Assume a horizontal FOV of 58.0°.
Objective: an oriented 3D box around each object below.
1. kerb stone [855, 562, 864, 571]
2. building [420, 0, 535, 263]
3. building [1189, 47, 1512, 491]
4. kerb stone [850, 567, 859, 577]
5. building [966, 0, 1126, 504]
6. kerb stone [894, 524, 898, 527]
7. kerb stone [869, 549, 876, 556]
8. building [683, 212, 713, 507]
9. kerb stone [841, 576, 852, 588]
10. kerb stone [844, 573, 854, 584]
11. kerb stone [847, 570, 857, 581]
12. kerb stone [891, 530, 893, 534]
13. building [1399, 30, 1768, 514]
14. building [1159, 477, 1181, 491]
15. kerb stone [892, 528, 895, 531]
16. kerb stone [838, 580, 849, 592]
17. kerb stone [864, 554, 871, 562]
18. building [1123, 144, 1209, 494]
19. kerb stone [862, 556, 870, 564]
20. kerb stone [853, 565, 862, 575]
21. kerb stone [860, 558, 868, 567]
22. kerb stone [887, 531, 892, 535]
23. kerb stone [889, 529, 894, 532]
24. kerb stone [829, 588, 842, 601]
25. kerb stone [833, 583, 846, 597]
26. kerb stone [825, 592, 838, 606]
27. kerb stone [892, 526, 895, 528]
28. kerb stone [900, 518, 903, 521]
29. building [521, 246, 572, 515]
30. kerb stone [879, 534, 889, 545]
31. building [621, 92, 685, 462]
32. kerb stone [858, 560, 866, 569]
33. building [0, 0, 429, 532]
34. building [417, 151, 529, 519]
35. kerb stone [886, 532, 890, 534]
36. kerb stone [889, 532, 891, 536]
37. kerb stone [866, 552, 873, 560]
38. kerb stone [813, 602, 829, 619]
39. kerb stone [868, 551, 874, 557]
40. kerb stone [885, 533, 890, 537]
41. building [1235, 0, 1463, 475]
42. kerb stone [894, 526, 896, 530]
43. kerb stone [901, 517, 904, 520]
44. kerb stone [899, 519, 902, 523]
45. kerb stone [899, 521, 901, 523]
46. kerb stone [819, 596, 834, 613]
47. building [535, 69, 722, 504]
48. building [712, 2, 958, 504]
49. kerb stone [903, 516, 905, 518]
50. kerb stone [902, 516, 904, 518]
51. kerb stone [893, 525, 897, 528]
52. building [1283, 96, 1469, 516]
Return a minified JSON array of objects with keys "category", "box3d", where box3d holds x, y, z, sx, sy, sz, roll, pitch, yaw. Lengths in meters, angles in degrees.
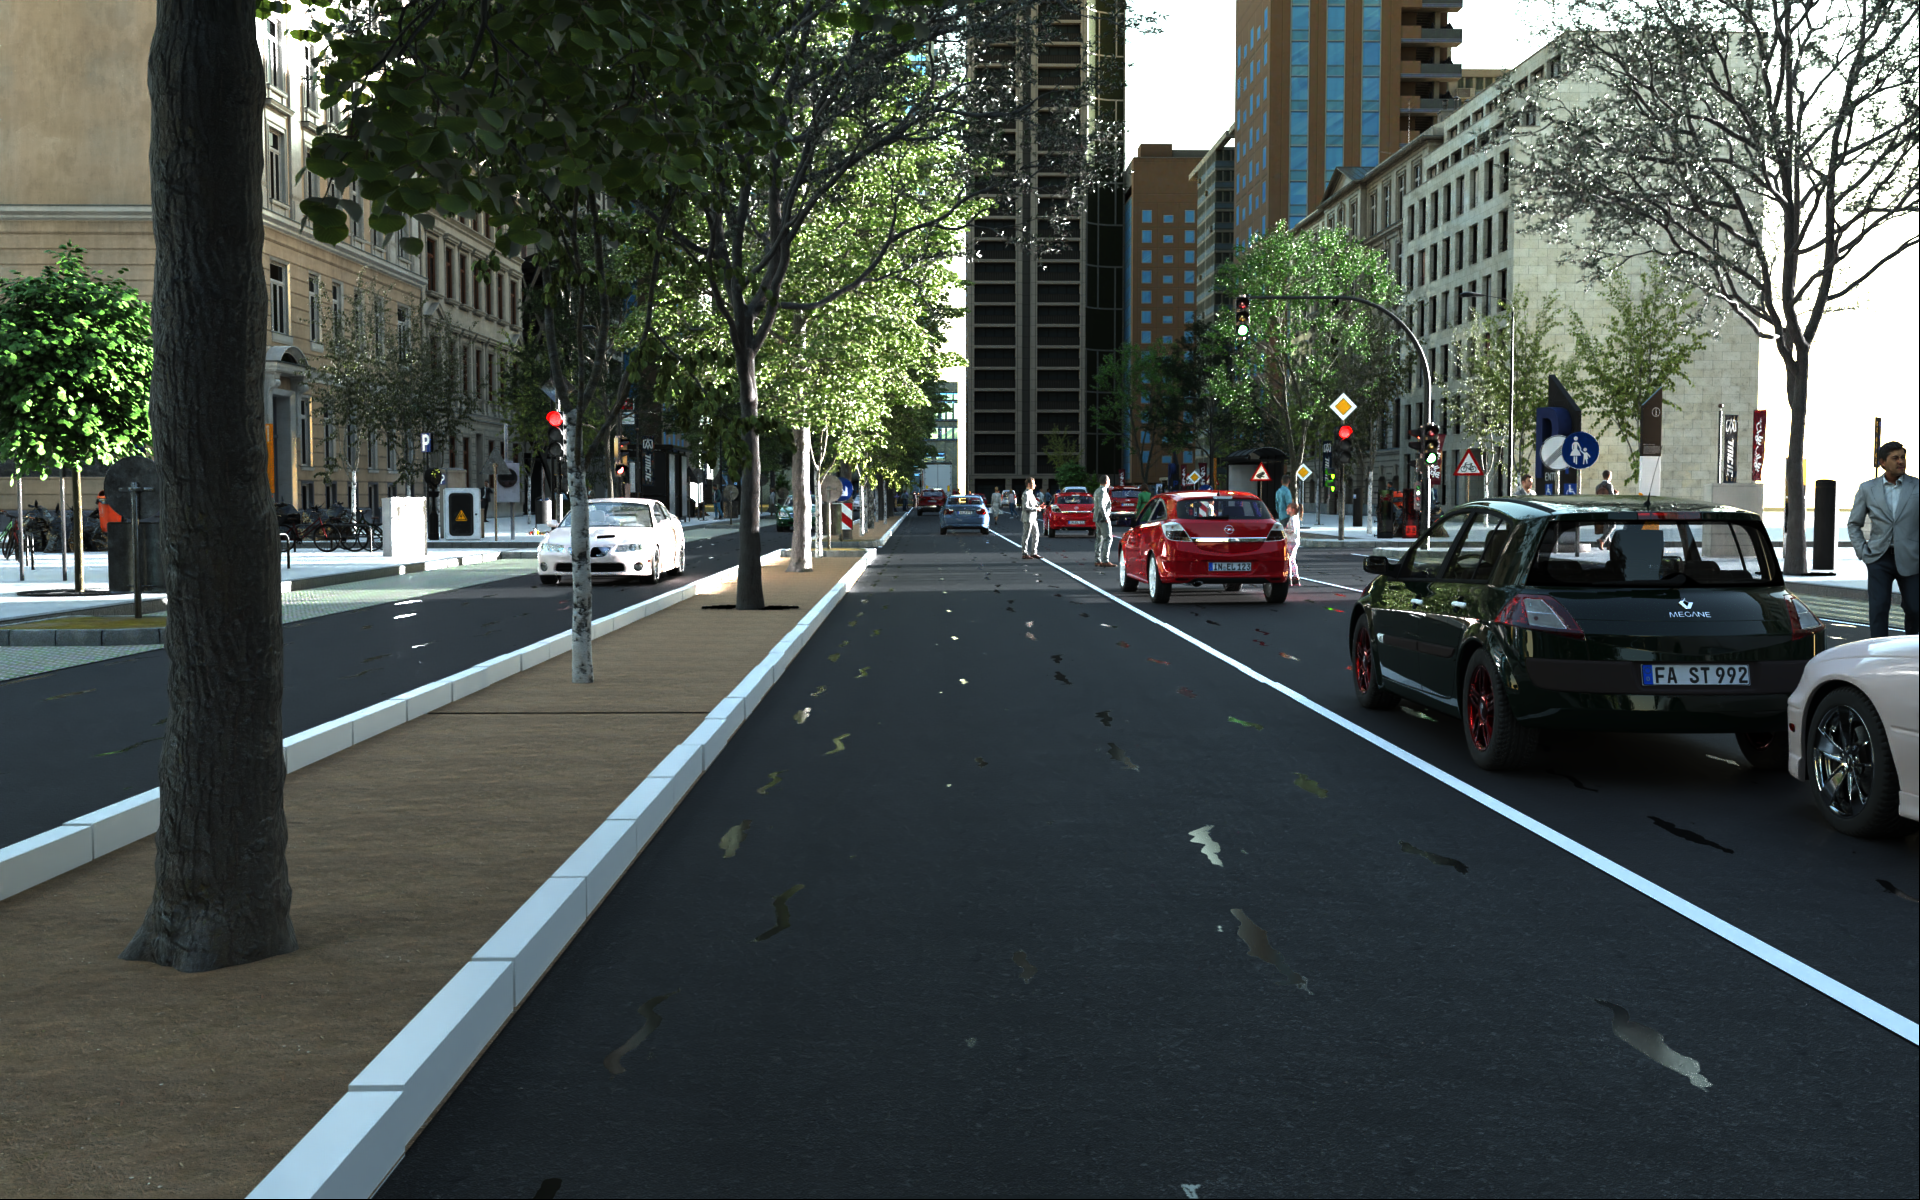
[{"category":"kerb stone","box3d":[-1.841,-0.530,30.911,0.120,0.150,1.000,0,4,-1]},{"category":"building","box3d":[-34.608,-42.375,131.084,20.563,71.187,20.611,0,4,-1]},{"category":"building","box3d":[37.859,-28.173,152.510,32.217,40.220,23.993,0,4,-1]},{"category":"kerb stone","box3d":[-1.797,-0.408,28.867,0.120,0.150,1.000,0,4,-1]},{"category":"building","box3d":[11.149,-48.233,226.857,20.611,71.187,20.563,0,4,-1]},{"category":"kerb stone","box3d":[-2.583,-2.756,67.261,0.120,0.150,1.000,0,4,-1]},{"category":"kerb stone","box3d":[-1.979,-0.971,38.085,0.120,0.150,1.000,0,4,-1]},{"category":"building","box3d":[-33.178,-30.329,179.469,14.086,41.232,14.154,0,4,-1]},{"category":"kerb stone","box3d":[-1.727,-0.220,25.797,0.120,0.150,1.000,0,4,-1]},{"category":"kerb stone","box3d":[-1.754,-0.282,26.824,0.120,0.150,1.000,0,4,-1]},{"category":"kerb stone","box3d":[-1.775,-0.346,27.845,0.120,0.150,1.000,0,4,-1]},{"category":"kerb stone","box3d":[-2.399,-2.190,58.025,0.120,0.150,1.000,0,4,-1]},{"category":"building","box3d":[27.947,-13.795,80.293,10.420,20.320,16.860,0,4,-1]},{"category":"building","box3d":[37.259,-29.637,176.451,32.217,40.220,23.993,0,4,-1]},{"category":"kerb stone","box3d":[-2.465,-2.380,61.108,0.120,0.150,1.000,0,4,-1]},{"category":"kerb stone","box3d":[-1.703,-0.156,24.774,0.120,0.150,1.000,0,4,-1]},{"category":"kerb stone","box3d":[-1.920,-0.783,35.016,0.120,0.150,1.000,0,4,-1]},{"category":"building","box3d":[28.623,-35.133,224.527,14.200,45.320,14.600,0,4,-1]},{"category":"kerb stone","box3d":[-1.895,-0.721,33.987,0.120,0.150,1.000,0,4,-1]},{"category":"kerb stone","box3d":[-1.816,-0.470,29.889,0.120,0.150,1.000,0,4,-1]},{"category":"kerb stone","box3d":[-1.881,-0.654,32.956,0.120,0.150,1.000,0,4,-1]},{"category":"kerb stone","box3d":[-2.357,-2.066,55.975,0.120,0.150,1.000,0,4,-1]},{"category":"kerb stone","box3d":[-2.418,-2.254,59.047,0.120,0.150,1.000,0,4,-1]},{"category":"kerb stone","box3d":[-1.669,-0.021,22.727,0.120,0.150,1.000,0,4,-1]},{"category":"kerb stone","box3d":[-1.682,-0.093,23.748,0.120,0.150,1.000,0,4,-1]},{"category":"kerb stone","box3d":[-1.644,0.030,21.703,0.120,0.150,1.000,0,4,-1]},{"category":"kerb stone","box3d":[-2.514,-2.506,63.161,0.120,0.150,1.000,0,4,-1]},{"category":"kerb stone","box3d":[-2.921,-3.698,82.657,0.120,0.150,1.000,0,4,-1]},{"category":"building","box3d":[-32.895,-14.678,107.437,16.820,18.784,16.811,0,4,-1]},{"category":"kerb stone","box3d":[-2.270,-1.815,51.880,0.120,0.150,1.000,0,4,-1]},{"category":"building","box3d":[-31.746,-30.532,149.310,14.600,45.320,14.200,0,4,-1]},{"category":"kerb stone","box3d":[-1.864,-0.596,31.932,0.120,0.150,1.000,0,4,-1]},{"category":"building","box3d":[-30.155,-17.232,67.640,13.634,28.700,20.117,0,4,-1]},{"category":"building","box3d":[-29.697,-15.430,88.437,11.583,22.565,21.152,0,4,-1]},{"category":"kerb stone","box3d":[-2.318,-1.939,53.930,0.120,0.150,1.000,0,4,-1]},{"category":"kerb stone","box3d":[-2.343,-2.004,54.953,0.120,0.150,1.000,0,4,-1]},{"category":"kerb stone","box3d":[-1.938,-0.847,36.038,0.120,0.150,1.000,0,4,-1]},{"category":"kerb stone","box3d":[-1.602,0.156,19.652,0.120,0.150,1.000,0,4,-1]},{"category":"kerb stone","box3d":[-1.969,-0.909,37.059,0.120,0.150,1.000,0,4,-1]},{"category":"kerb stone","box3d":[-2.297,-1.877,52.908,0.120,0.150,1.000,0,4,-1]},{"category":"building","box3d":[29.176,-29.541,133.109,14.600,45.320,14.200,0,4,-1]},{"category":"kerb stone","box3d":[-2.524,-2.568,64.184,0.120,0.150,1.000,0,4,-1]},{"category":"kerb stone","box3d":[-2.978,-3.886,85.723,0.120,0.150,1.000,0,4,-1]},{"category":"kerb stone","box3d":[-2.851,-3.509,79.571,0.120,0.150,1.000,0,4,-1]},{"category":"kerb stone","box3d":[-2.762,-3.258,75.468,0.120,0.150,1.000,0,4,-1]},{"category":"kerb stone","box3d":[-1.622,0.093,20.681,0.120,0.150,1.000,0,4,-1]},{"category":"building","box3d":[-42.377,-48.147,225.448,20.611,71.187,20.563,0,4,-1]},{"category":"building","box3d":[-15.937,-55.912,226.833,31.000,86.520,22.319,0,4,-1]},{"category":"kerb stone","box3d":[-3.088,-4.198,90.853,0.120,0.150,1.000,0,4,-1]},{"category":"kerb stone","box3d":[-3.047,-4.074,88.804,0.120,0.150,1.000,0,4,-1]},{"category":"kerb stone","box3d":[-2.550,-2.631,65.213,0.120,0.150,1.000,0,4,-1]},{"category":"building","box3d":[28.776,-17.557,106.147,14.460,24.649,34.723,0,4,-1]}]
